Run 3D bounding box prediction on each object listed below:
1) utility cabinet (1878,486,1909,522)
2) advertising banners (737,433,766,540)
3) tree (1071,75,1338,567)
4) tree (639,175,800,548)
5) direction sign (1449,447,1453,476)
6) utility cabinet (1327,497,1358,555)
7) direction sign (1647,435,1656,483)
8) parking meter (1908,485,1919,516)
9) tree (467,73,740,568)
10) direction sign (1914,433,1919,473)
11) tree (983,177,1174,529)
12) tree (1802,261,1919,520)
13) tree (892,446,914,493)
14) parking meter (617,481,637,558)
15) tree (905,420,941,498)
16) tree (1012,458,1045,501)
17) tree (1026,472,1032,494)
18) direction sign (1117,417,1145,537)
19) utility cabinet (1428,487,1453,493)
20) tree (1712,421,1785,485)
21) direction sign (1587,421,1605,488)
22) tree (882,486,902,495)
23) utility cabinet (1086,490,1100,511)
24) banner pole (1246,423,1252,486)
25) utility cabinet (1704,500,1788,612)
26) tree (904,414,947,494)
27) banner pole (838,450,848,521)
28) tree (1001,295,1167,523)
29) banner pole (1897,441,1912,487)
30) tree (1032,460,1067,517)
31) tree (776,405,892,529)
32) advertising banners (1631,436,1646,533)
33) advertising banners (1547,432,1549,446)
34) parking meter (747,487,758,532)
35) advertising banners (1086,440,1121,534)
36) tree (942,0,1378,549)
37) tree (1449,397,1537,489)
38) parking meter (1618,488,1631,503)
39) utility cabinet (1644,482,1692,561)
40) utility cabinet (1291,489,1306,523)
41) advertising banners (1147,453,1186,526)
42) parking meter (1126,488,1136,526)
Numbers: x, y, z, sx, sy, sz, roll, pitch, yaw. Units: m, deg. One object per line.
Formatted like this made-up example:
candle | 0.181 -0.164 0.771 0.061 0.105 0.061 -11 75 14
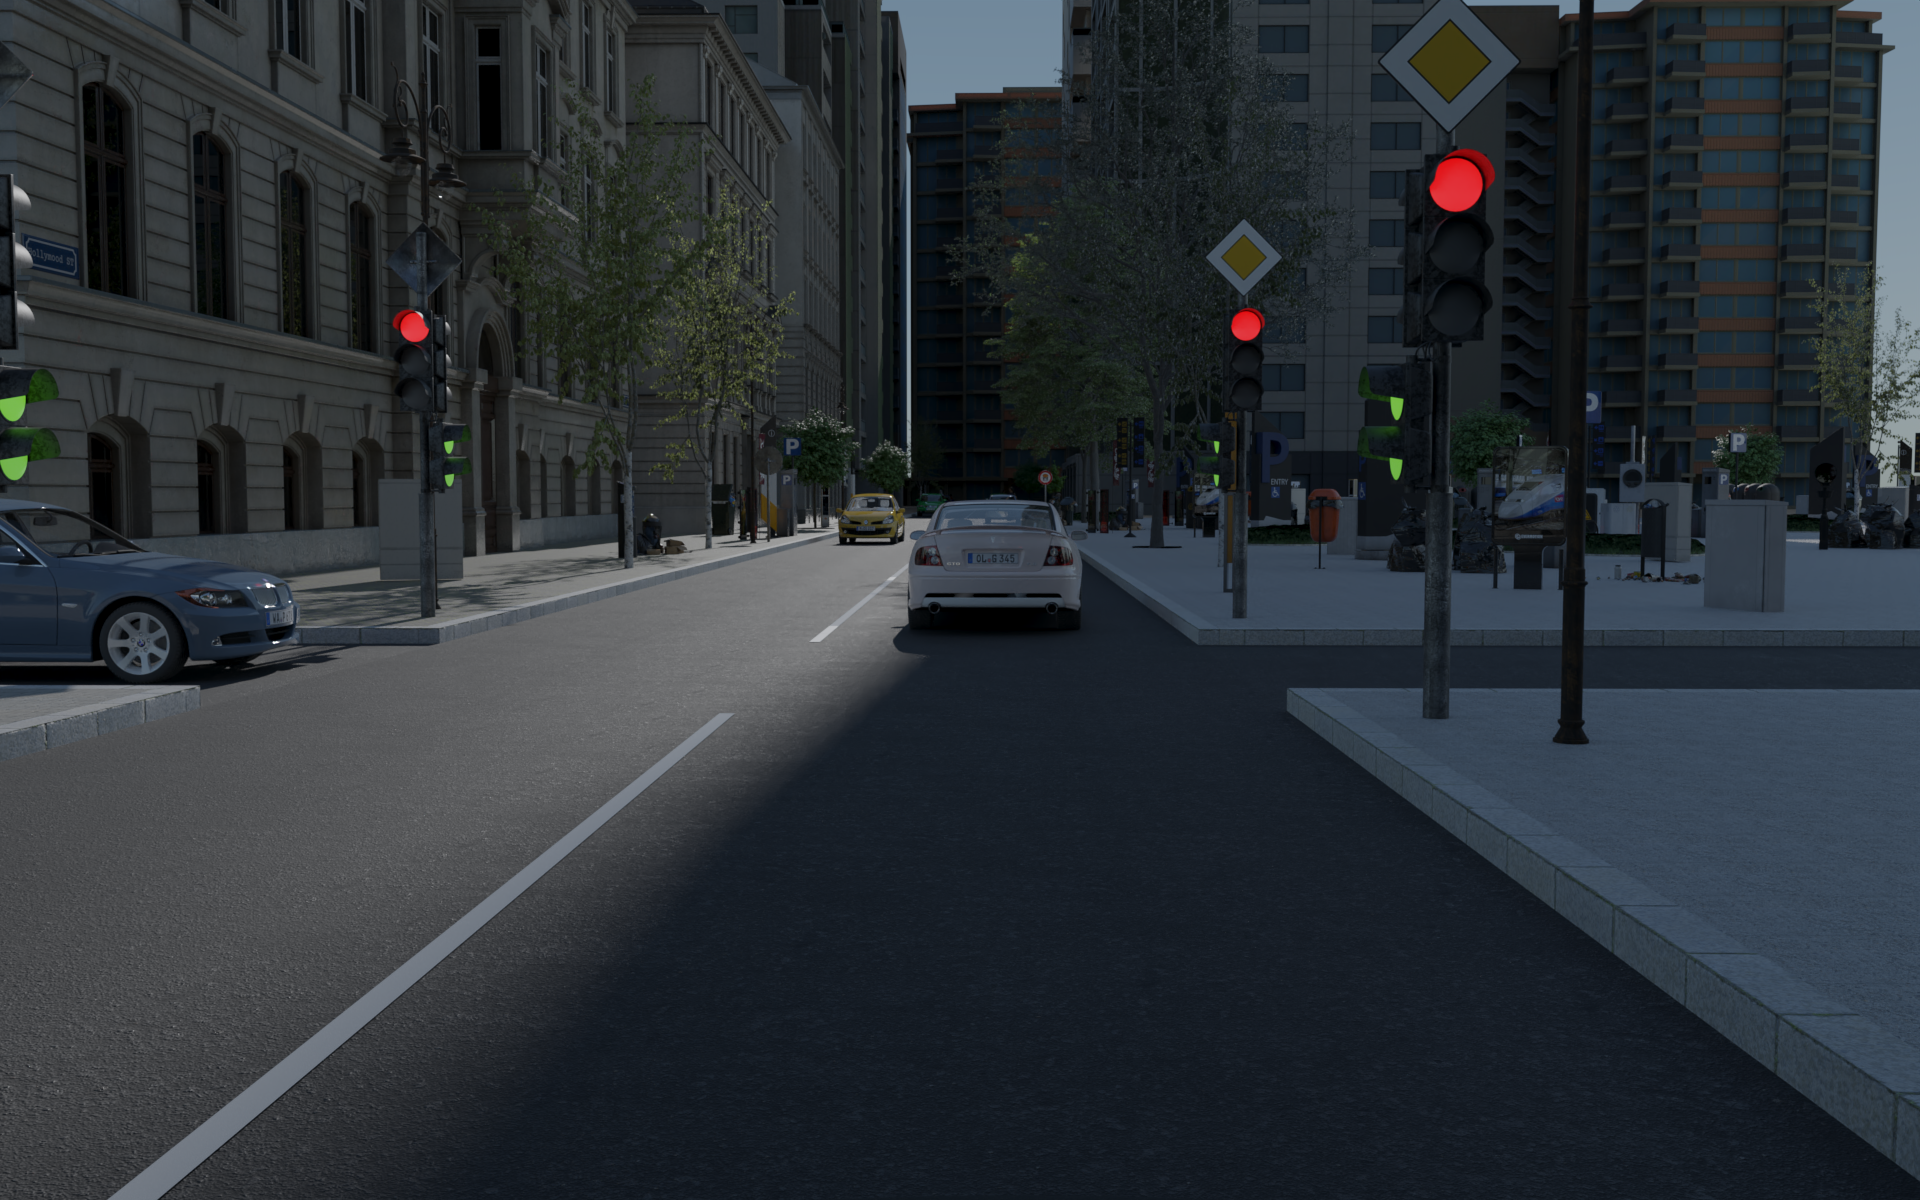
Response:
utility cabinet | 27.360 -2.570 50.691 0.318 1.500 1.173 -1 4 -9
advertising banners | -5.892 -3.243 49.214 0.090 3.025 2.074 1 4 15
tree | 4.407 -4.890 30.315 4.360 8.622 3.978 0 3 0
tree | -5.910 -5.538 40.906 4.360 8.622 3.978 0 3 0
direction sign | 20.773 -4.999 73.730 0.379 3.537 0.876 3 5 43
utility cabinet | 8.303 -1.558 36.632 1.020 1.237 0.306 2 4 25
direction sign | 26.718 -4.587 66.998 0.379 3.537 0.876 0 4 5
parking meter | 25.409 -2.301 46.029 0.372 1.533 0.369 0 3 0
tree | -5.983 -4.857 29.775 4.737 8.622 4.395 0 3 0
direction sign | 35.572 -4.385 63.697 0.876 3.537 0.379 3 4 38
tree | 4.527 -8.842 62.688 7.486 12.596 7.792 0 3 0
tree | 28.423 -6.363 54.397 4.360 8.622 3.978 0 3 0
tree | -4.232 -7.259 102.392 4.285 4.588 4.351 0 3 0
parking meter | -6.698 -1.617 34.848 0.372 1.533 0.369 0 3 0
tree | -3.863 -13.469 170.578 4.360 8.622 3.978 0 3 0
tree | 6.334 -10.570 156.529 4.285 4.588 4.351 0 3 0
tree | 6.131 -9.526 150.358 1.663 3.219 1.824 0 3 0
direction sign | 5.046 -3.625 51.261 0.876 3.537 0.379 2 4 29
utility cabinet | 13.571 -2.521 49.894 1.173 1.500 0.318 3 4 38
tree | 35.639 -5.794 78.453 4.285 4.588 4.351 0 3 0
direction sign | 19.611 -3.793 54.020 0.876 3.537 0.379 1 4 20
tree | -4.484 -7.290 113.793 1.663 3.219 1.824 0 3 0
utility cabinet | 6.646 -4.710 85.689 1.173 1.500 0.318 0 4 -4
banner pole | 10.132 -4.296 60.256 0.863 3.779 0.401 1 4 22
utility cabinet | 8.730 -0.495 19.263 0.306 1.237 1.020 -1 4 -13
tree | -3.127 -12.724 158.399 4.737 8.622 4.395 0 3 0
banner pole | -5.184 -5.263 76.063 0.401 3.779 0.863 3 4 36
tree | 5.261 -8.665 76.080 8.767 10.594 7.601 3 4 38
banner pole | 44.265 -5.586 81.342 0.863 3.779 0.401 0 4 -1
tree | 5.309 -6.284 97.346 1.663 3.219 1.824 0 3 0
tree | -5.273 -4.908 63.961 4.285 4.588 4.351 0 3 0
advertising banners | 20.257 -3.398 51.745 0.090 3.025 2.074 2 4 32
advertising banners | 16.790 -3.268 49.622 0.090 3.025 2.074 1 4 17
parking meter | -7.041 -3.075 58.683 0.372 1.533 0.369 0 3 0
advertising banners | 4.700 -3.689 56.509 0.090 3.025 2.074 -2 4 -28
tree | 4.730 -7.965 40.593 12.009 13.543 11.850 0 3 0
tree | 17.814 -4.594 58.823 4.285 4.588 4.351 0 3 0
parking meter | 27.101 -3.818 70.831 0.372 1.533 0.369 0 3 0
utility cabinet | 13.479 -1.487 32.984 0.318 1.500 1.173 0 4 -8
utility cabinet | 13.756 -3.820 71.131 0.318 1.500 1.173 3 5 40
advertising banners | 8.294 -4.512 69.952 0.090 3.025 2.074 -3 5 -44
parking meter | 6.889 -3.753 69.771 0.372 1.533 0.369 0 3 0
